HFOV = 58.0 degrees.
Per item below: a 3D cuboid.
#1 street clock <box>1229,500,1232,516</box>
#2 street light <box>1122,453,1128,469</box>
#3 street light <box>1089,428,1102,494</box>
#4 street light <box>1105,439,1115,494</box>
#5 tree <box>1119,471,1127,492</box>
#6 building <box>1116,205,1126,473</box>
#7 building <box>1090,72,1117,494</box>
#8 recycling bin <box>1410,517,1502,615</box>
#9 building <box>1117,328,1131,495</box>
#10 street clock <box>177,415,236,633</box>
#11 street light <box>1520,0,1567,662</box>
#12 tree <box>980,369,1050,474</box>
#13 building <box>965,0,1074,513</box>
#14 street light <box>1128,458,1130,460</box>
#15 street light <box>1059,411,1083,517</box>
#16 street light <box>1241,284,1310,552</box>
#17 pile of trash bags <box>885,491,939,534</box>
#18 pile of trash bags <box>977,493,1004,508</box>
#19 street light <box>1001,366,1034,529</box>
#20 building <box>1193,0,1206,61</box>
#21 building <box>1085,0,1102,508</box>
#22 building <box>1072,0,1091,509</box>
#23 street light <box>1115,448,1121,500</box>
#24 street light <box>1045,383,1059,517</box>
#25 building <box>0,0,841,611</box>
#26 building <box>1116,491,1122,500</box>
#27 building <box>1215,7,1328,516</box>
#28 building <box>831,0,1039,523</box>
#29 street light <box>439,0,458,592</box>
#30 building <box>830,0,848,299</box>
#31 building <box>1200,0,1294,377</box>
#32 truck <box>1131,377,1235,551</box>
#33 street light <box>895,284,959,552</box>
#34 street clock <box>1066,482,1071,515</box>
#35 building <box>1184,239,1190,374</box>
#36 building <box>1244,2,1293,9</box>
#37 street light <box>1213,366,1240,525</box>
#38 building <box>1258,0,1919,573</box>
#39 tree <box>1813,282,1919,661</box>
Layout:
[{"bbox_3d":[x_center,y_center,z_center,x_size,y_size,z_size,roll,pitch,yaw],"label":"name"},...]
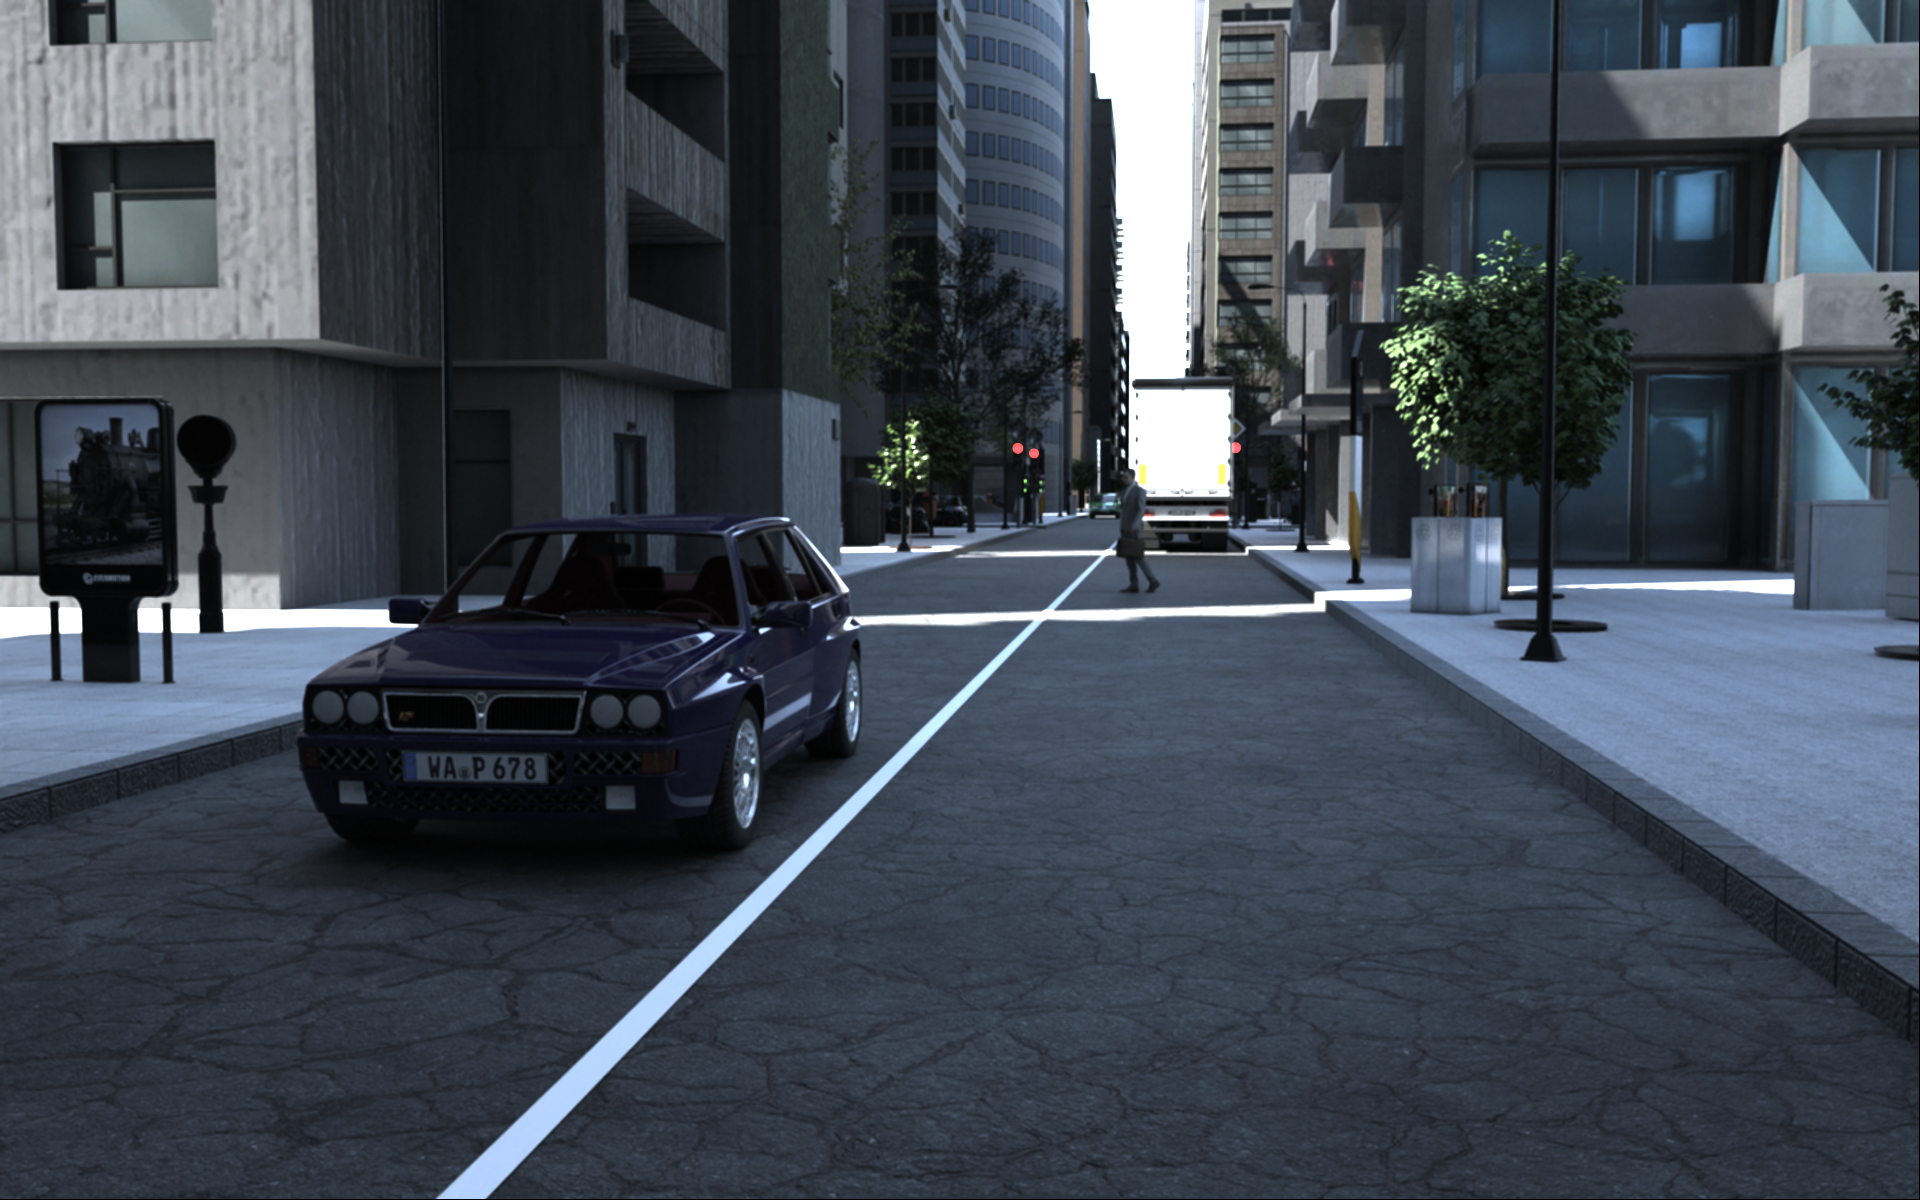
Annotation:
[{"bbox_3d":[15.565,-5.838,100.022,0.471,2.002,0.358,2,4,35],"label":"street clock"},{"bbox_3d":[18.115,-13.773,197.735,1.470,5.913,1.316,0,4,7],"label":"street light"},{"bbox_3d":[9.101,-9.141,121.999,1.470,5.913,1.316,0,4,7],"label":"street light"},{"bbox_3d":[12.347,-10.765,148.551,1.470,5.913,1.316,0,4,7],"label":"street light"},{"bbox_3d":[19.671,-14.411,219.341,4.285,4.588,4.351,0,3,0],"label":"tree"},{"bbox_3d":[14.557,-39.878,271.619,23.786,49.044,30.456,0,4,7],"label":"building"},{"bbox_3d":[7.463,-35.510,204.283,21.300,48.544,21.600,0,4,7],"label":"building"},{"bbox_3d":[5.377,-0.380,18.770,0.722,1.027,0.722,-3,5,-44],"label":"recycling bin"},{"bbox_3d":[21.705,-31.957,294.198,14.160,30.474,14.107,0,4,7],"label":"building"},{"bbox_3d":[-6.943,-0.700,16.010,0.471,2.002,0.358,-1,4,-12],"label":"street clock"},{"bbox_3d":[3.976,-2.492,13.285,1.470,5.913,1.316,0,4,7],"label":"street light"},{"bbox_3d":[2.816,-9.115,99.389,4.737,8.622,4.395,0,3,0],"label":"tree"},{"bbox_3d":[-3.289,-35.448,121.577,21.231,58.520,28.212,0,4,7],"label":"building"},{"bbox_3d":[21.969,-15.819,231.180,1.470,5.913,1.316,0,4,7],"label":"street light"},{"bbox_3d":[6.160,-7.613,97.018,1.470,5.913,1.316,0,4,7],"label":"street light"},{"bbox_3d":[7.047,-4.023,38.309,1.470,5.913,1.316,0,4,7],"label":"street light"},{"bbox_3d":[-1.771,-2.877,56.787,1.912,1.369,3.447,2,4,32],"label":"pile of trash bags"},{"bbox_3d":[1.765,-5.816,104.850,1.912,1.369,3.447,0,4,-1],"label":"pile of trash bags"},{"bbox_3d":[2.191,-5.533,63.002,1.470,5.913,1.316,0,4,7],"label":"street light"},{"bbox_3d":[34.967,-39.145,182.023,21.231,58.520,28.212,0,4,7],"label":"building"},{"bbox_3d":[3.656,-52.873,177.139,22.319,86.520,31.000,0,4,7],"label":"building"},{"bbox_3d":[4.475,-30.916,155.584,14.600,45.320,14.200,0,4,7],"label":"building"},{"bbox_3d":[15.151,-12.261,173.008,1.470,5.913,1.316,0,4,7],"label":"street light"},{"bbox_3d":[3.261,-6.116,72.533,1.470,5.913,1.316,0,4,7],"label":"street light"},{"bbox_3d":[-9.930,-15.457,24.418,14.160,30.474,14.107,0,4,7],"label":"building"},{"bbox_3d":[6.711,-33.827,244.951,32.217,40.220,23.993,0,4,7],"label":"building"},{"bbox_3d":[22.790,-20.488,106.676,14.160,30.474,14.107,0,4,7],"label":"building"},{"bbox_3d":[-12.613,-24.055,85.175,32.217,40.220,23.993,0,4,7],"label":"building"},{"bbox_3d":[-3.711,-2.551,14.253,1.470,5.913,1.316,0,4,7],"label":"street light"},{"bbox_3d":[-18.659,-28.335,52.522,27.495,52.752,28.713,0,4,7],"label":"building"},{"bbox_3d":[32.877,-32.646,157.460,21.300,48.544,21.600,0,4,7],"label":"building"},{"bbox_3d":[6.015,-3.562,47.160,2.839,4.237,11.283,0,4,7],"label":"truck"},{"bbox_3d":[-0.718,-4.030,38.437,1.470,5.913,1.316,0,4,7],"label":"street light"},{"bbox_3d":[6.559,-6.132,104.833,0.358,2.002,0.471,0,4,6],"label":"street clock"},{"bbox_3d":[48.506,-38.764,288.409,22.147,44.769,28.867,0,4,7],"label":"building"},{"bbox_3d":[33.600,-26.936,132.290,32.217,40.220,23.993,0,4,7],"label":"building"},{"bbox_3d":[9.895,-5.534,63.021,1.470,5.913,1.316,0,4,7],"label":"street light"},{"bbox_3d":[19.619,-25.724,40.195,23.786,49.044,30.456,0,4,7],"label":"building"},{"bbox_3d":[7.786,-1.148,13.376,1.663,3.219,1.824,0,3,0],"label":"tree"}]
